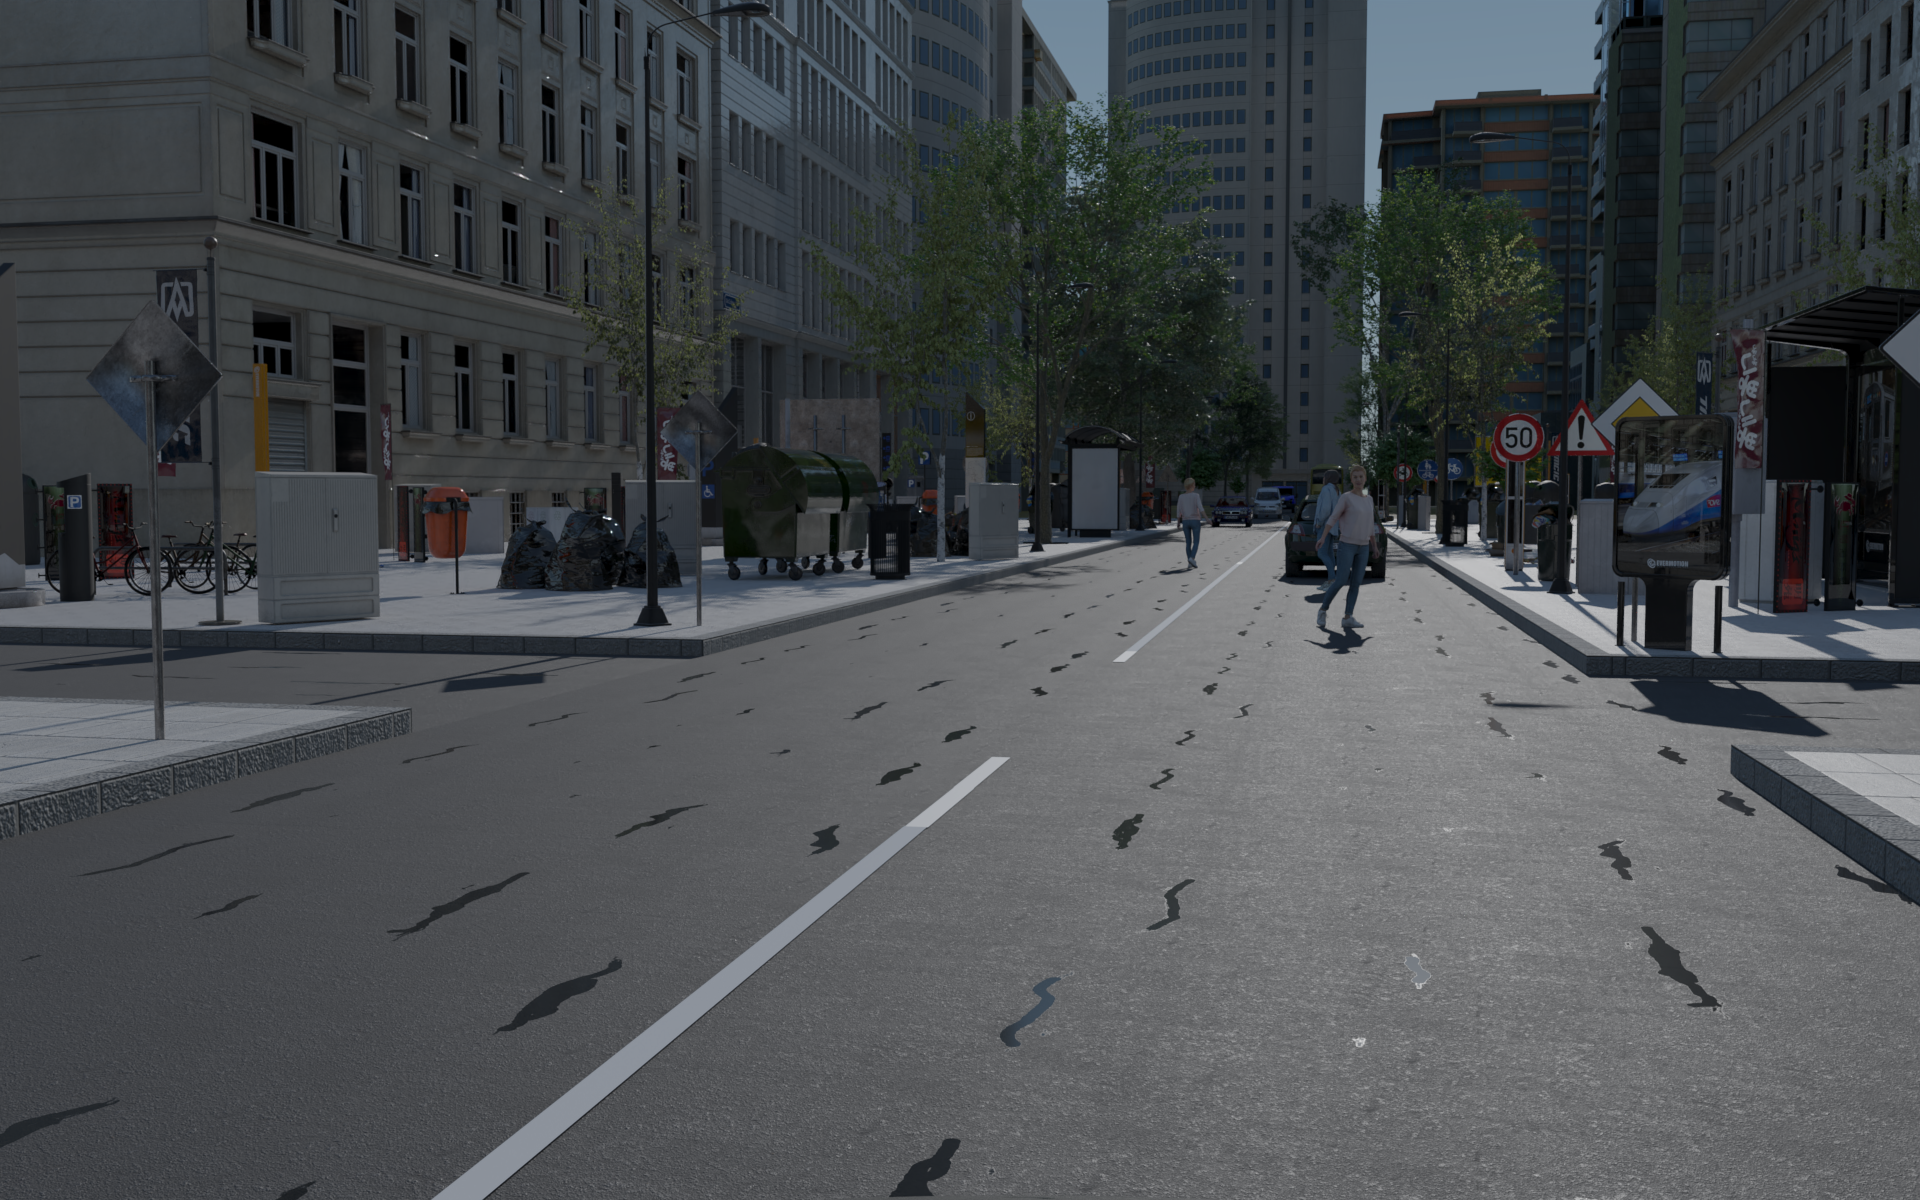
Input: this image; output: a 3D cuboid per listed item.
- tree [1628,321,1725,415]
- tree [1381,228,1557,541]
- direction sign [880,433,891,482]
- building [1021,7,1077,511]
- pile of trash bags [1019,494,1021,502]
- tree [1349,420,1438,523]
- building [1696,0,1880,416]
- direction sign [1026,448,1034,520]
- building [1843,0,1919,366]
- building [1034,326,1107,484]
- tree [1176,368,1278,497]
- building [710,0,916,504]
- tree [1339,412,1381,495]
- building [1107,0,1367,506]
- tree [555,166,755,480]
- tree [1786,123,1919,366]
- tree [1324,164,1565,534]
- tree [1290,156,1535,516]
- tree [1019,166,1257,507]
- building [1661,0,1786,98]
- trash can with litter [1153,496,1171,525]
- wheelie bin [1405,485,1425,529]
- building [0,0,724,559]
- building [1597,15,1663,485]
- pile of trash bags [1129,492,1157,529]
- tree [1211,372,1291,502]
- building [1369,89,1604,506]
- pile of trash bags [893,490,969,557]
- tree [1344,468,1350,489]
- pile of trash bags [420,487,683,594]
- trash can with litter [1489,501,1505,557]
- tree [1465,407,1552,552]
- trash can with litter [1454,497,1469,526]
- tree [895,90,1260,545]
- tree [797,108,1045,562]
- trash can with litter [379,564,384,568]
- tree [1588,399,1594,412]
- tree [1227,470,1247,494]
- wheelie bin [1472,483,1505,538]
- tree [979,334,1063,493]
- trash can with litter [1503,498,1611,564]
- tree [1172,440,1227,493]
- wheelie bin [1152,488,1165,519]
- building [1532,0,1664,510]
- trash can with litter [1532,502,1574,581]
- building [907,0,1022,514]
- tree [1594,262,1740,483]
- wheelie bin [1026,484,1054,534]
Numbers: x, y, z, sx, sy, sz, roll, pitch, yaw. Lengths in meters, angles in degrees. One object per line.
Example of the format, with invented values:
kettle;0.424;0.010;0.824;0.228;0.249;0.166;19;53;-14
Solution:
tree;30.098;-7.474;72.564;4.360;8.622;3.978;0;3;0
tree;14.178;-5.937;47.427;4.360;8.622;3.978;0;3;0
direction sign;-2.965;-4.414;64.173;0.876;3.537;0.379;1;4;20
building;-3.795;-27.425;140.275;23.993;40.220;32.217;1;4;12
pile of trash bags;1.351;-4.563;84.356;3.447;1.369;1.912;-1;4;-23
tree;19.430;-5.646;76.021;4.285;4.588;4.351;0;3;0
building;40.937;-14.431;69.236;16.112;22.955;30.059;1;4;12
direction sign;3.447;-5.682;84.903;0.379;3.537;0.876;2;4;28
building;32.291;-11.771;47.202;10.420;20.320;16.860;1;4;12
building;3.381;-22.058;205.681;28.899;21.520;27.650;1;4;12
tree;18.380;-11.414;121.031;8.767;10.594;7.601;2;4;35
building;-10.808;-18.357;77.634;11.434;29.767;29.804;1;4;12
tree;35.473;-12.285;151.222;4.360;8.622;3.978;0;3;0
building;31.144;-40.002;196.027;28.212;58.520;21.231;1;4;12
tree;-7.141;-5.468;39.772;4.360;8.622;3.978;0;3;0
tree;18.358;-5.073;33.300;4.737;8.622;4.395;0;3;0
tree;15.369;-7.942;55.612;9.928;11.665;9.643;0;3;0
tree;25.354;-14.772;97.417;12.611;20.169;13.585;0;3;0
tree;6.573;-9.782;66.591;9.857;13.997;8.962;0;3;0
building;45.082;-25.049;93.149;14.154;41.232;14.086;1;4;12
trash can with litter;8.061;-3.812;73.387;1.678;1.210;2.233;-3;4;-38
wheelie bin;16.601;-3.382;63.208;0.693;1.594;0.980;1;4;12
building;-18.784;-13.193;48.986;16.112;22.955;30.059;1;4;12
building;47.026;-20.535;107.447;14.160;30.474;14.107;1;4;12
pile of trash bags;6.491;-3.357;64.647;1.912;1.369;3.447;2;4;26
tree;27.274;-14.887;161.526;7.486;12.596;7.792;0;3;0
building;59.156;-32.805;190.979;28.867;44.769;22.147;1;4;12
pile of trash bags;-0.434;-1.661;36.908;1.912;1.369;3.447;-1;4;-10
tree;36.538;-10.673;158.213;4.285;4.588;4.351;0;3;0
pile of trash bags;-5.575;-0.829;23.311;3.447;1.369;1.912;-3;5;-43
trash can with litter;11.317;-1.489;35.736;0.624;1.170;1.055;2;4;33
tree;12.352;-2.684;38.492;1.663;3.219;1.824;0;3;0
trash can with litter;19.920;-3.541;69.289;0.624;1.170;1.055;0;4;-8
tree;2.353;-7.251;44.303;9.928;11.665;9.643;0;3;0
tree;-0.589;-5.033;32.660;4.737;8.622;4.395;0;3;0
trash can with litter;-10.807;-1.146;29.790;1.678;1.210;2.233;-1;4;-15
tree;30.870;-7.834;78.442;4.737;8.622;4.395;0;3;0
tree;22.613;-8.925;140.531;1.663;3.219;1.824;0;3;0
wheelie bin;15.450;-2.596;50.347;0.693;1.594;0.980;2;4;31
tree;2.923;-7.768;77.369;4.360;8.622;3.978;0;3;0
trash can with litter;11.108;-1.301;32.330;2.233;1.210;1.678;0;4;1
tree;14.574;-7.412;104.893;4.285;4.588;4.351;0;3;0
wheelie bin;10.147;-4.925;88.436;0.980;1.594;0.693;3;5;44
building;55.671;-49.815;127.141;22.319;86.520;31.000;1;4;12
trash can with litter;8.766;-0.880;25.781;0.624;1.170;1.055;1;4;10
building;-8.852;-34.636;108.304;21.231;58.520;28.212;1;4;12
tree;23.009;-6.435;55.569;4.737;8.622;4.395;0;3;0
wheelie bin;2.628;-2.936;55.913;0.980;1.594;0.693;-3;4;-39
